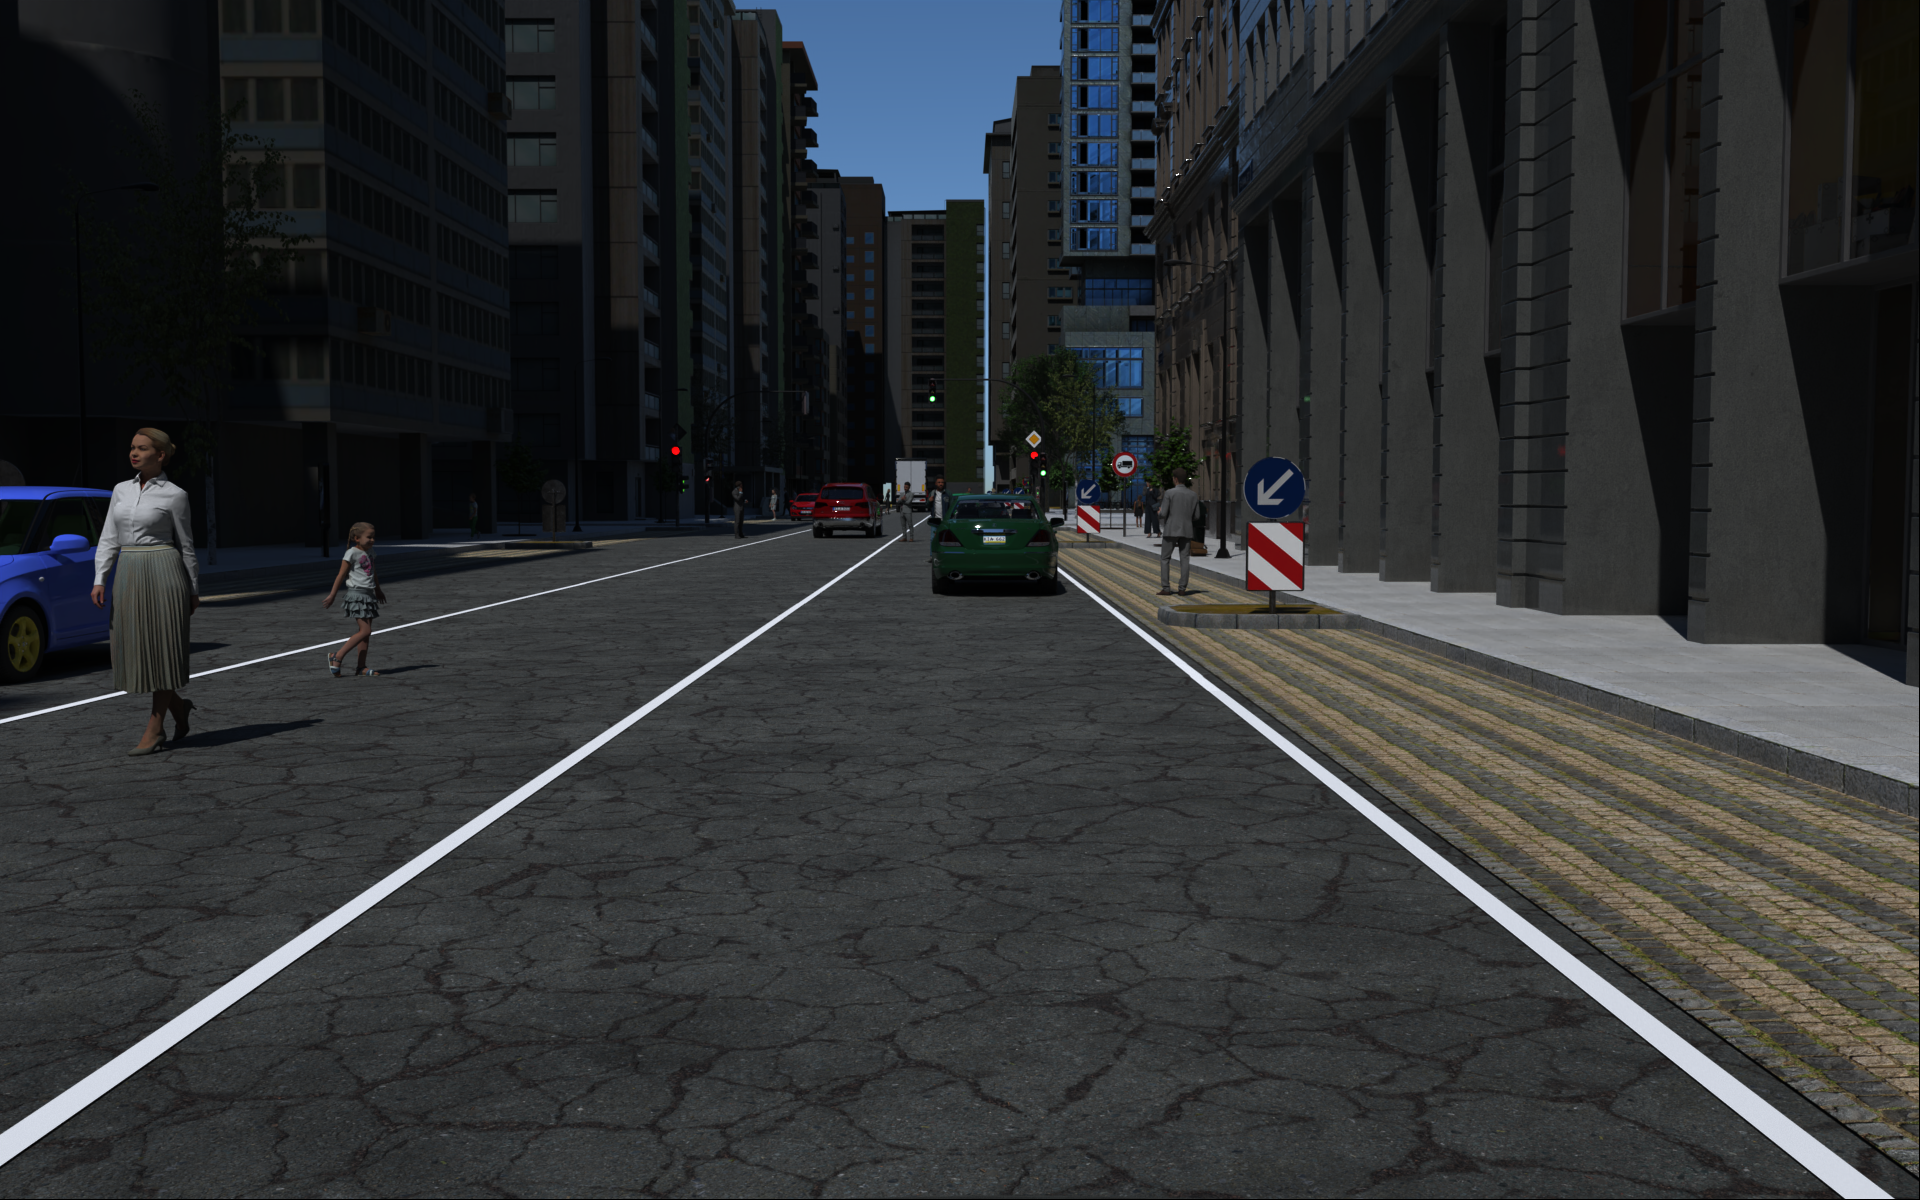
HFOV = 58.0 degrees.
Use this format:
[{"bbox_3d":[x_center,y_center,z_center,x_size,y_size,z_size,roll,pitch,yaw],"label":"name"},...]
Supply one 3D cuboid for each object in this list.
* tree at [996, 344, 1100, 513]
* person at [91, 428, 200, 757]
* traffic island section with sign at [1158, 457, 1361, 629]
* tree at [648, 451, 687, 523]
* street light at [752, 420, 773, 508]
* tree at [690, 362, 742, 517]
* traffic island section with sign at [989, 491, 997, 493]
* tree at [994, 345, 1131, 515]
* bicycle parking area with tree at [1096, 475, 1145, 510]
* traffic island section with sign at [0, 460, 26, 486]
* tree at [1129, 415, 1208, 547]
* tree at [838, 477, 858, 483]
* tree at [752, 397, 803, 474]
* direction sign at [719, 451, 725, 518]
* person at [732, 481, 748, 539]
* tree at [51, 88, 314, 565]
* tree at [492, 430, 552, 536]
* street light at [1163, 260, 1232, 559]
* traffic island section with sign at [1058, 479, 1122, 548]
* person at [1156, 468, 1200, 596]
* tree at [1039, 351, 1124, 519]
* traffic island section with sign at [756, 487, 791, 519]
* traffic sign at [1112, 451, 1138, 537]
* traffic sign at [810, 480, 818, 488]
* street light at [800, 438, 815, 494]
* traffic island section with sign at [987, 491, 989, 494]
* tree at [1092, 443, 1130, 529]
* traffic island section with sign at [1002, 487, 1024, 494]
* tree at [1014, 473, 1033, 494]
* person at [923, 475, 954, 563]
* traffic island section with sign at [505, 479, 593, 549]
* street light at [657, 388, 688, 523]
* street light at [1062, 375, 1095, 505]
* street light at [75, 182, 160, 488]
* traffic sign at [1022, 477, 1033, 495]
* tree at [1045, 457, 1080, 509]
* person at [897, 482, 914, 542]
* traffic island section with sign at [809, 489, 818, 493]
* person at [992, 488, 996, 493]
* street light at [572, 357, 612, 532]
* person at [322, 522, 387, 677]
[{"bbox_3d":[6.156,-11.837,119.290,9.928,11.665,9.643,0,3,0],"label":"tree"},{"bbox_3d":[-4.508,-0.060,9.712,0.478,1.798,0.641,1,4,14],"label":"person"},{"bbox_3d":[3.235,-0.645,19.171,1.989,1.847,2.006,0,3,0],"label":"traffic island section with sign"},{"bbox_3d":[-13.249,-5.095,77.912,1.663,3.219,1.824,0,3,0],"label":"tree"},{"bbox_3d":[-12.493,-8.354,109.124,1.470,5.913,1.316,0,3,0],"label":"street light"},{"bbox_3d":[-13.976,-8.897,95.836,4.360,8.622,3.978,0,3,0],"label":"tree"},{"bbox_3d":[3.325,-7.314,128.209,1.989,1.847,2.006,0,3,0],"label":"traffic island section with sign"},{"bbox_3d":[6.639,-10.607,107.831,8.767,10.594,7.601,1,4,15],"label":"tree"},{"bbox_3d":[15.589,-9.728,146.053,9.016,4.147,8.231,0,4,-3],"label":"bicycle parking area with tree"},{"bbox_3d":[-10.882,-0.637,19.039,1.989,1.847,2.006,0,3,0],"label":"traffic island section with sign"},{"bbox_3d":[5.258,-2.928,42.476,1.663,3.219,1.824,0,3,0],"label":"tree"},{"bbox_3d":[-13.501,-13.307,212.164,1.663,3.219,1.824,0,3,0],"label":"tree"},{"bbox_3d":[-14.080,-11.139,132.492,4.360,8.622,3.978,0,3,0],"label":"tree"},{"bbox_3d":[-12.707,-6.138,92.349,0.379,3.537,0.876,0,4,5],"label":"direction sign"},{"bbox_3d":[-7.051,-2.906,55.816,0.447,1.846,0.655,1,4,20],"label":"person"},{"bbox_3d":[-13.742,-4.930,30.970,4.737,8.622,4.395,0,3,0],"label":"tree"},{"bbox_3d":[-13.342,-3.565,52.888,1.663,3.219,1.824,0,3,0],"label":"tree"},{"bbox_3d":[4.719,-3.788,34.467,1.470,5.913,1.316,0,3,0],"label":"street light"},{"bbox_3d":[3.260,-2.299,46.217,1.989,1.847,2.006,0,3,0],"label":"traffic island section with sign"},{"bbox_3d":[3.028,-0.957,24.345,0.606,1.804,0.583,-2,4,-24],"label":"person"},{"bbox_3d":[6.282,-8.524,89.731,4.737,8.622,4.395,0,3,0],"label":"tree"},{"bbox_3d":[-10.822,-5.650,101.005,1.989,1.847,2.006,0,3,0],"label":"traffic island section with sign"},{"bbox_3d":[4.936,-3.167,51.887,0.768,2.556,0.104,0,4,4],"label":"traffic sign"},{"bbox_3d":[-12.779,-9.267,151.614,0.768,2.556,0.104,1,4,8],"label":"traffic sign"},{"bbox_3d":[-12.617,-10.419,142.898,1.470,5.913,1.316,0,3,0],"label":"street light"},{"bbox_3d":[3.368,-10.403,178.720,1.989,1.847,2.006,0,3,0],"label":"traffic island section with sign"},{"bbox_3d":[5.415,-4.192,63.142,1.663,3.219,1.824,0,3,0],"label":"tree"},{"bbox_3d":[3.309,-5.665,101.254,1.989,1.847,2.006,0,3,0],"label":"traffic island section with sign"},{"bbox_3d":[5.831,-10.071,159.261,1.663,3.219,1.824,0,3,0],"label":"tree"},{"bbox_3d":[-0.355,-1.618,34.935,0.794,1.824,0.713,3,5,40],"label":"person"},{"bbox_3d":[-10.860,-2.286,46.012,1.989,1.847,2.006,0,3,0],"label":"traffic island section with sign"},{"bbox_3d":[-12.634,-6.336,76.128,1.470,5.913,1.316,0,3,0],"label":"street light"},{"bbox_3d":[4.673,-5.806,67.463,1.470,5.913,1.316,0,3,0],"label":"street light"},{"bbox_3d":[-12.633,-3.268,25.979,1.470,5.913,1.316,0,3,0],"label":"street light"},{"bbox_3d":[5.006,-7.857,128.570,0.768,2.556,0.104,0,4,4],"label":"traffic sign"},{"bbox_3d":[8.567,-10.018,147.505,4.285,4.588,4.351,0,3,0],"label":"tree"},{"bbox_3d":[-1.640,-2.646,51.944,0.511,1.800,0.466,1,4,23],"label":"person"},{"bbox_3d":[-10.791,-7.299,127.960,1.989,1.847,2.006,0,3,0],"label":"traffic island section with sign"},{"bbox_3d":[2.063,-6.044,107.494,0.728,1.800,0.709,3,5,41],"label":"person"},{"bbox_3d":[-12.531,-5.286,58.975,1.470,5.913,1.316,0,3,0],"label":"street light"},{"bbox_3d":[-4.750,-0.010,13.671,0.382,1.210,0.505,1,4,13],"label":"person"}]
